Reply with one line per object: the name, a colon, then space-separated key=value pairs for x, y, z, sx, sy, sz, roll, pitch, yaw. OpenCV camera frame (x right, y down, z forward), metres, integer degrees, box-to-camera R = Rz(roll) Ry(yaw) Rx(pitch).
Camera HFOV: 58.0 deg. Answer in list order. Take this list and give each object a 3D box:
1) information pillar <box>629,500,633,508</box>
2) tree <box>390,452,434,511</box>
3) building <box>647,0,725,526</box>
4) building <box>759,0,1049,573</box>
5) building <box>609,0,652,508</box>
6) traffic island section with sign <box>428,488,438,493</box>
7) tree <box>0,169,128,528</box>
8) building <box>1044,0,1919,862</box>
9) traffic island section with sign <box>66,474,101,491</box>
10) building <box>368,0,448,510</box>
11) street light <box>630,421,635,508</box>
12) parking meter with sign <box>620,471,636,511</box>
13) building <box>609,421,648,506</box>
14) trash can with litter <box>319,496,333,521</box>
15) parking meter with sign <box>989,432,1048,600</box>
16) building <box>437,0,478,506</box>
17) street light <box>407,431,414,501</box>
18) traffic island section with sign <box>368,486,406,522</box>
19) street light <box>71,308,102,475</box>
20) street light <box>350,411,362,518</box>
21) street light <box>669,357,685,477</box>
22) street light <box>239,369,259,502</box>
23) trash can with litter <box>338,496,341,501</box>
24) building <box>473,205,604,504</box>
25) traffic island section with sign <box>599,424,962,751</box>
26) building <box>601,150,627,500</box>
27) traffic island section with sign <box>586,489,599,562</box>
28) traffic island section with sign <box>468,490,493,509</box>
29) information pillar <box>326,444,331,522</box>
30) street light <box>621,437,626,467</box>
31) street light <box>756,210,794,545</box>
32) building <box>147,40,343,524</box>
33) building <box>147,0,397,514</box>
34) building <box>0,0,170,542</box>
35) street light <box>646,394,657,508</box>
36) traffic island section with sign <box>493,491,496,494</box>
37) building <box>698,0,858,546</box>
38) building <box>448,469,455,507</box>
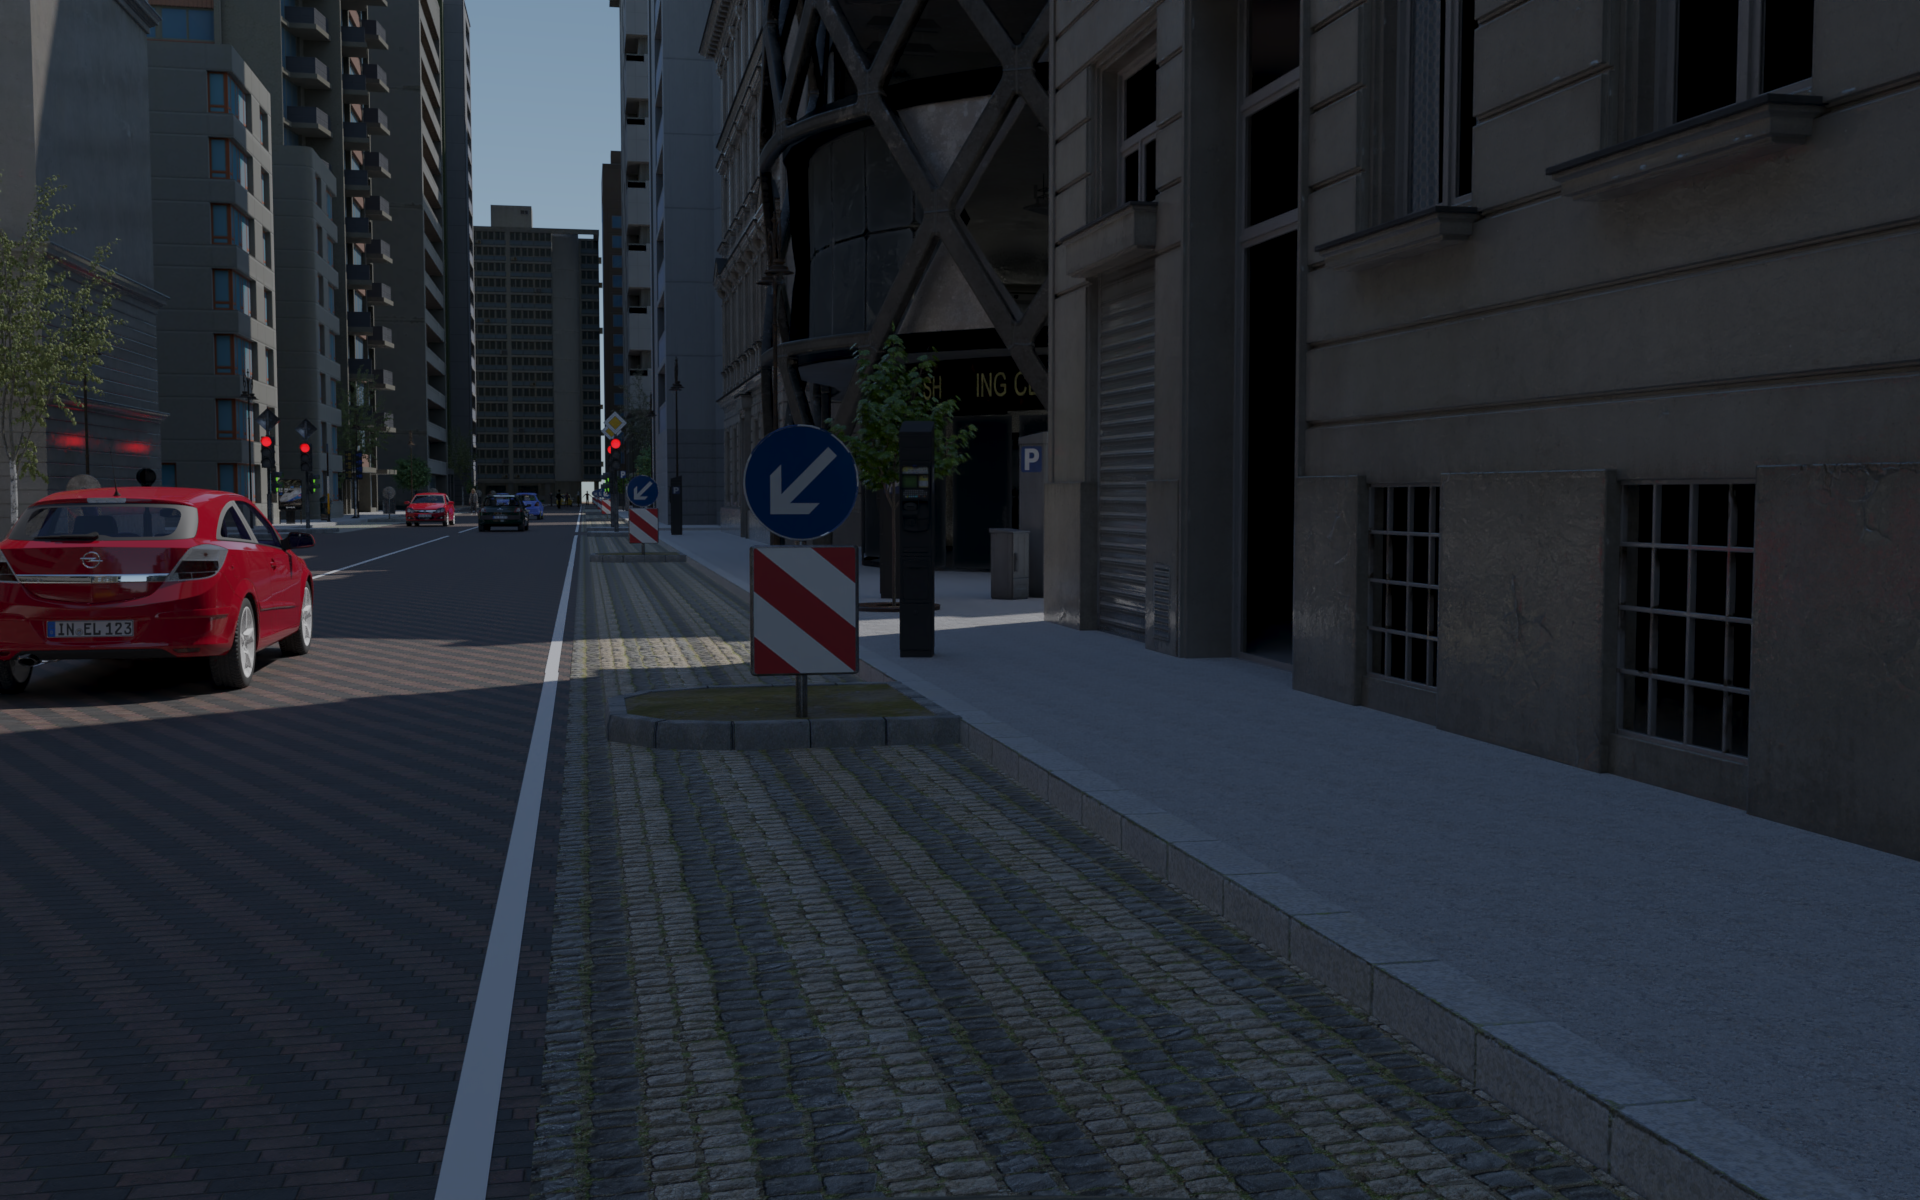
information pillar: x=-23.225 y=-7.203 z=122.268 sx=0.304 sy=2.012 sz=0.304 roll=0 pitch=4 yaw=-6
tree: x=-42.667 y=-9.242 z=134.818 sx=4.285 sy=4.588 sz=4.351 roll=0 pitch=3 yaw=0
building: x=0.659 y=-32.729 z=77.112 sx=28.212 sy=58.520 sz=21.231 roll=-1 pitch=4 yaw=-12
building: x=4.526 y=-10.128 z=33.047 sx=16.820 sy=18.784 sz=16.811 roll=-1 pitch=4 yaw=-12
building: x=-17.967 y=-35.117 z=163.399 sx=28.713 sy=52.752 sz=27.495 roll=-1 pitch=4 yaw=-12
traffic island section with sign: x=-34.956 y=-6.511 z=115.081 sx=1.989 sy=1.847 sz=2.006 roll=-1 pitch=4 yaw=-12
tree: x=-21.261 y=-5.436 z=39.233 sx=4.737 sy=8.622 sz=4.395 roll=0 pitch=3 yaw=0
building: x=10.962 y=-10.471 z=4.492 sx=16.112 sy=22.955 sz=30.059 roll=-1 pitch=4 yaw=-12
traffic island section with sign: x=-17.351 y=-1.560 z=34.137 sx=1.989 sy=1.847 sz=2.006 roll=-1 pitch=4 yaw=-12
building: x=-55.086 y=-31.874 z=144.838 sx=21.300 sy=48.544 sz=21.600 roll=-1 pitch=4 yaw=-12
street light: x=-20.503 y=-8.308 z=108.626 sx=0.468 sy=5.910 sz=1.993 roll=-1 pitch=4 yaw=-12
parking meter with sign: x=-24.959 y=-8.243 z=131.031 sx=0.543 sy=3.016 sz=1.738 roll=2 pitch=4 yaw=25
building: x=-31.529 y=-46.928 z=205.516 sx=20.563 sy=71.187 sz=20.611 roll=-1 pitch=4 yaw=-12
trash can with litter: x=-30.852 y=-4.461 z=84.320 sx=0.624 sy=1.170 sz=1.055 roll=-1 pitch=4 yaw=-19
parking meter with sign: x=1.065 y=-1.550 z=21.596 sx=0.543 sy=3.016 sz=1.738 roll=3 pitch=5 yaw=39
building: x=-70.246 y=-40.092 z=197.495 sx=28.212 sy=58.520 sz=21.231 roll=-1 pitch=4 yaw=-12
street light: x=-39.324 y=-9.259 z=124.165 sx=0.468 sy=5.910 sz=1.993 roll=-1 pitch=4 yaw=-12
traffic island section with sign: x=-29.223 y=-4.900 z=88.741 sx=1.989 sy=1.847 sz=2.006 roll=-1 pitch=4 yaw=-12
street light: x=-21.740 y=-4.300 z=43.098 sx=0.468 sy=5.910 sz=1.993 roll=-1 pitch=4 yaw=-12
street light: x=-32.850 y=-7.436 z=94.370 sx=0.468 sy=5.910 sz=1.993 roll=-1 pitch=4 yaw=-12
street light: x=-9.526 y=-5.230 z=58.291 sx=0.468 sy=5.910 sz=1.993 roll=-1 pitch=4 yaw=-12
street light: x=-26.258 y=-5.581 z=64.031 sx=0.468 sy=5.910 sz=1.993 roll=-1 pitch=4 yaw=-12
trash can with litter: x=-34.886 y=-5.183 z=96.128 sx=1.055 sy=1.170 sz=0.624 roll=-2 pitch=4 yaw=-26
building: x=-60.850 y=-33.269 z=235.829 sx=23.993 sy=40.220 sz=32.217 roll=-1 pitch=4 yaw=-12
traffic island section with sign: x=-1.162 y=-0.120 z=10.595 sx=1.989 sy=1.847 sz=2.006 roll=-1 pitch=4 yaw=-12
building: x=-40.057 y=-35.462 z=229.915 sx=14.200 sy=45.320 sz=14.600 roll=-1 pitch=4 yaw=-12
traffic island section with sign: x=-6.893 y=-1.732 z=36.944 sx=1.989 sy=1.847 sz=2.006 roll=-1 pitch=4 yaw=-12
traffic island section with sign: x=-45.704 y=-9.536 z=164.542 sx=1.989 sy=1.847 sz=2.006 roll=-1 pitch=4 yaw=-12
information pillar: x=-29.220 y=-5.427 z=80.078 sx=0.183 sy=3.616 sz=0.504 roll=-1 pitch=4 yaw=-21
street light: x=-26.939 y=-10.133 z=138.455 sx=0.468 sy=5.910 sz=1.993 roll=-1 pitch=4 yaw=-12
street light: x=-3.037 y=-3.407 z=28.500 sx=0.468 sy=5.910 sz=1.993 roll=-1 pitch=4 yaw=-12
building: x=-44.550 y=-14.256 z=78.127 sx=27.650 sy=21.520 sz=28.899 roll=-1 pitch=4 yaw=-12
building: x=-49.802 y=-28.093 z=113.951 sx=22.147 sy=44.769 sz=28.867 roll=-1 pitch=4 yaw=-12
building: x=-40.411 y=-13.819 z=45.018 sx=34.723 sy=24.649 sz=14.460 roll=-1 pitch=4 yaw=-12
street light: x=-14.009 y=-6.477 z=78.682 sx=0.468 sy=5.910 sz=1.993 roll=-1 pitch=4 yaw=-12
traffic island section with sign: x=-51.547 y=-11.180 z=191.417 sx=1.989 sy=1.847 sz=2.006 roll=-1 pitch=4 yaw=-12
building: x=-1.678 y=-11.395 z=50.937 sx=10.561 sy=19.102 sz=19.286 roll=-1 pitch=4 yaw=-12
building: x=-59.624 y=-44.432 z=164.720 sx=20.563 sy=71.187 sz=20.611 roll=-1 pitch=4 yaw=-12
